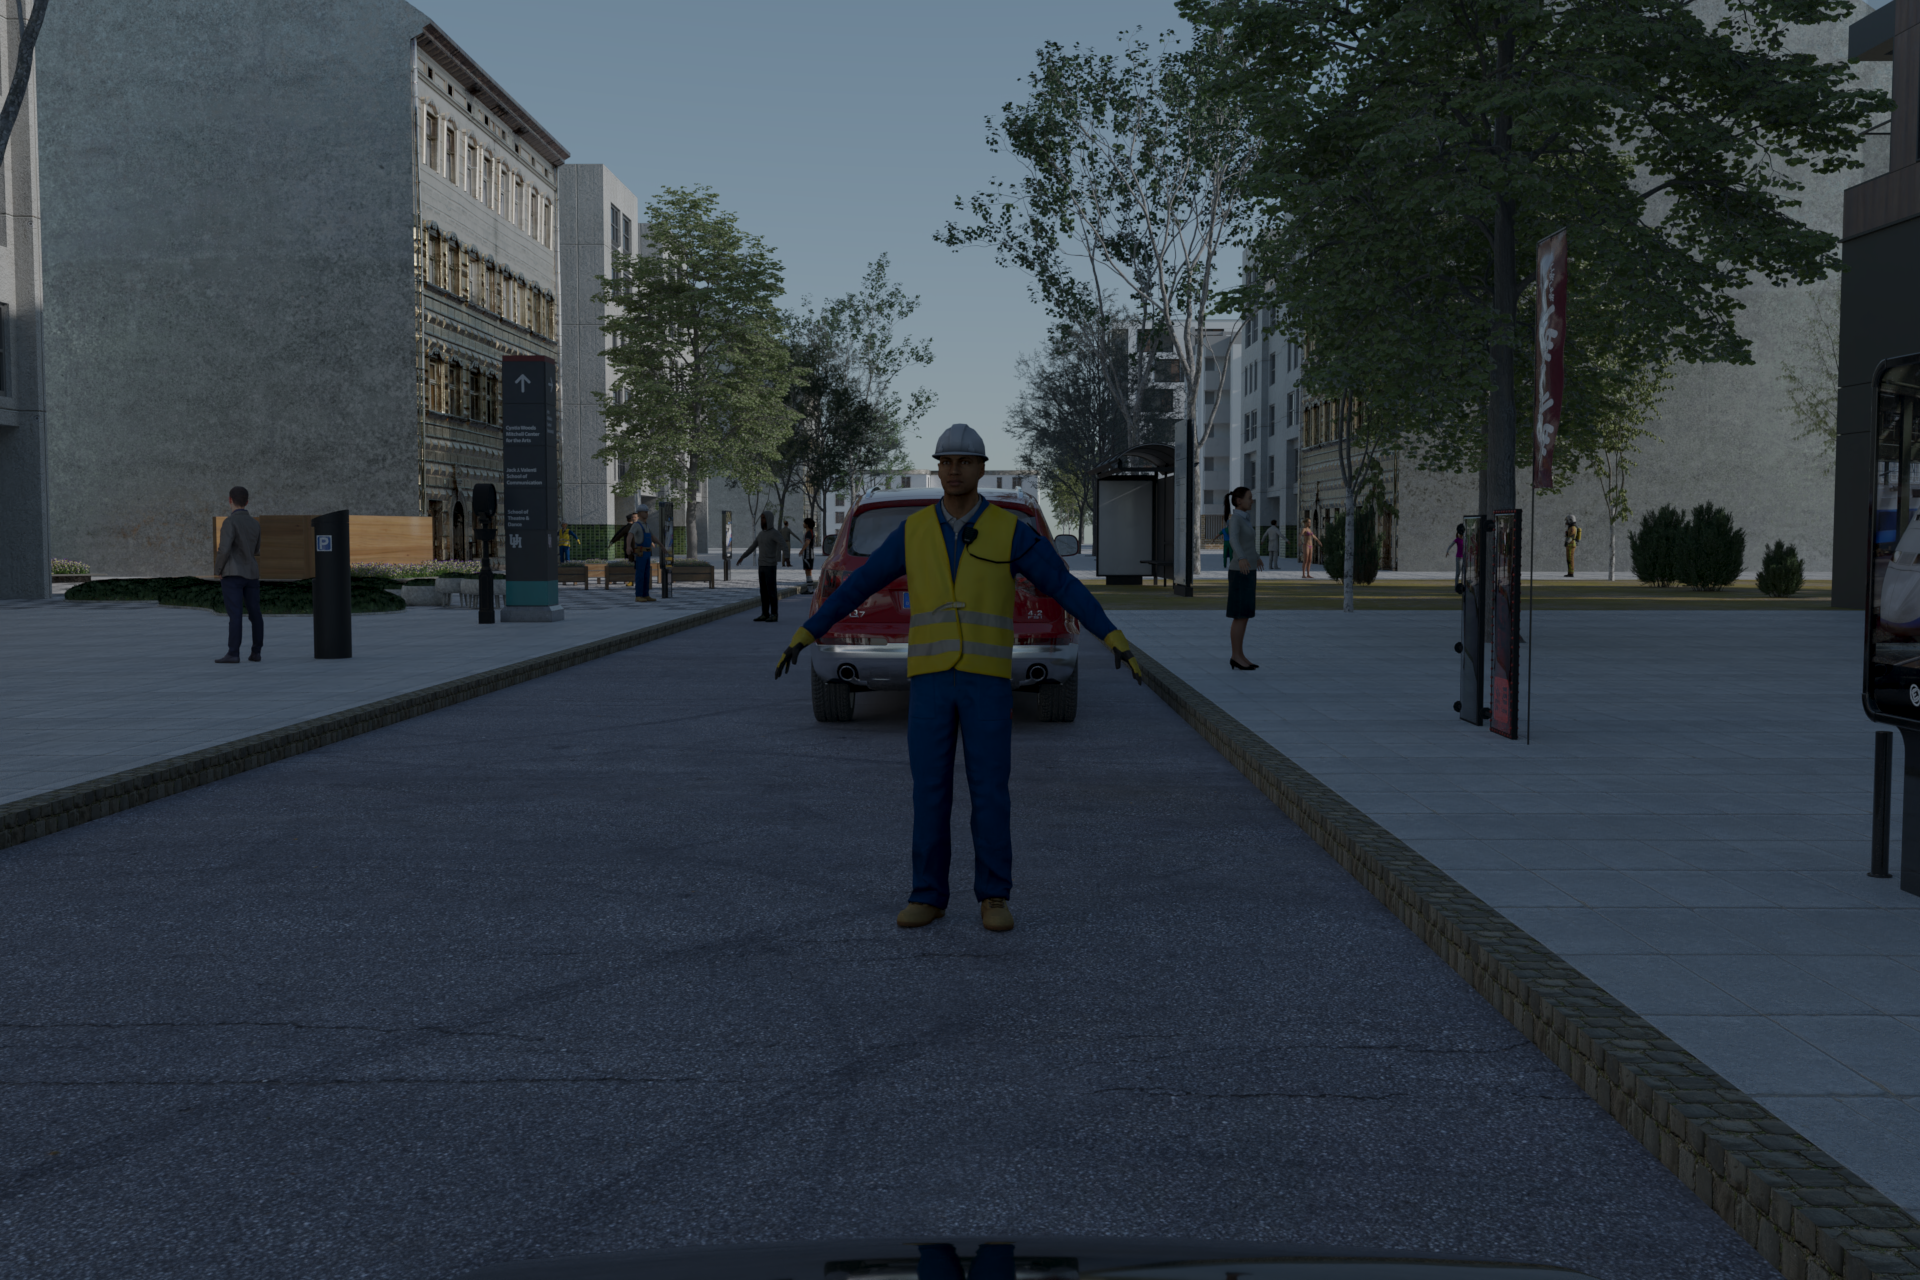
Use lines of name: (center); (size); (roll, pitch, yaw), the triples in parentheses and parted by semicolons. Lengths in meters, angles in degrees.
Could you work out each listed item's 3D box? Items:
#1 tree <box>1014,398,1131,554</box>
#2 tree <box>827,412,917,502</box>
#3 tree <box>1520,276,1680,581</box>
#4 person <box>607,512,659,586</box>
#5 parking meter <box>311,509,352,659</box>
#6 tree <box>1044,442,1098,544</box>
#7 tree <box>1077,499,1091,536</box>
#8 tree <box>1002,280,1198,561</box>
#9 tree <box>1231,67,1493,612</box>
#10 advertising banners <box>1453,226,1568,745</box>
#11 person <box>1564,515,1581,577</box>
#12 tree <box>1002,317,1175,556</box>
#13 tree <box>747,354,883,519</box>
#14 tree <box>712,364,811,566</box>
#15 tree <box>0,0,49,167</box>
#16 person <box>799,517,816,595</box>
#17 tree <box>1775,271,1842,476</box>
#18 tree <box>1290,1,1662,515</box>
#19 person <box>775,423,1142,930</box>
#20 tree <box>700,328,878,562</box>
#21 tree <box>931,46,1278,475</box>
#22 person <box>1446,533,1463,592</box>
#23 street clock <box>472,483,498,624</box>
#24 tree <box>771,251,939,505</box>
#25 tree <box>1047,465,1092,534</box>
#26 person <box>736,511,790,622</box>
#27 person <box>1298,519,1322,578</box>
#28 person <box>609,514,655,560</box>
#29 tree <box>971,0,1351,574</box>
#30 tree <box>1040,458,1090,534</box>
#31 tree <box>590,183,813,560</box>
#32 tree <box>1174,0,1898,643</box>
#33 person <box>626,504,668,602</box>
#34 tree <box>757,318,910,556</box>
tree: (7.623, -10.780, 110.668); (8.767, 10.594, 7.601); (0, 4, 1)
tree: (-7.040, -12.872, 136.207); (9.928, 11.665, 9.643); (0, 3, 0)
tree: (17.726, -5.938, 47.444); (4.737, 8.622, 4.395); (0, 3, 0)
person: (-7.953, -2.218, 42.401); (1.346, 1.812, 0.704); (0, 4, 7)
parking meter: (-6.493, -0.580, 17.896); (0.372, 1.533, 0.369); (0, 3, 0)
tree: (15.611, -19.192, 220.438); (9.857, 13.997, 8.962); (0, 3, 0)
tree: (16.015, -16.940, 227.328); (4.737, 8.622, 4.395); (0, 3, 0)
tree: (7.001, -10.620, 84.005); (12.009, 13.543, 11.850); (0, 3, 0)
tree: (6.608, -4.755, 28.110); (4.737, 8.622, 4.395); (0, 3, 0)
advertising banners: (3.464, -0.904, 10.966); (0.090, 3.025, 2.074); (0, 4, 1)
person: (18.178, -2.807, 51.656); (0.705, 1.858, 1.354); (1, 4, 22)
tree: (7.635, -11.557, 99.323); (12.009, 13.543, 11.850); (0, 3, 0)
tree: (-7.769, -9.437, 88.711); (8.767, 10.594, 7.601); (1, 4, 10)
tree: (-8.335, -7.301, 69.732); (4.360, 8.622, 3.978); (0, 3, 0)
tree: (-8.657, -9.667, 13.948); (12.611, 20.169, 13.585); (0, 3, 0)
person: (-3.620, -1.986, 41.070); (0.704, 1.843, 1.345); (0, 4, 3)
tree: (24.799, -5.932, 47.355); (4.360, 8.622, 3.978); (0, 3, 0)
tree: (10.747, -7.199, 35.823); (7.486, 12.596, 7.792); (0, 3, 0)
person: (-0.003, 0.128, 6.341); (1.349, 1.833, 0.705); (1, 4, 11)
tree: (-8.246, -8.850, 79.116); (8.767, 10.594, 7.601); (-2, 4, -24)
tree: (5.757, -12.998, 68.406); (12.611, 20.169, 13.585); (0, 3, 0)
person: (11.121, -1.775, 38.286); (0.991, 1.433, 0.599); (-2, 4, -24)
street clock: (-6.780, -1.234, 24.754); (0.358, 2.002, 0.471); (0, 4, 1)
tree: (-7.204, -16.026, 117.907); (12.611, 20.169, 13.585); (0, 3, 0)
tree: (7.759, -11.137, 132.456); (4.360, 8.622, 3.978); (0, 3, 0)
person: (-3.160, -1.204, 28.267); (0.705, 1.813, 1.348); (-3, 5, -44)
person: (10.133, -2.654, 50.201); (0.721, 1.733, 1.217); (3, 5, 43)
person: (-8.992, -2.530, 47.304); (1.347, 1.837, 0.705); (1, 4, 11)
tree: (6.728, -12.066, 53.173); (12.611, 20.169, 13.585); (0, 3, 0)
tree: (7.865, -10.781, 126.636); (4.737, 8.622, 4.395); (0, 3, 0)
tree: (-8.466, -8.478, 56.734); (7.486, 12.596, 7.792); (0, 3, 0)
tree: (6.285, -6.215, 19.735); (7.486, 12.596, 7.792); (0, 3, 0)
person: (-5.988, -1.650, 32.832); (0.705, 1.847, 1.347); (1, 4, 22)
tree: (-7.916, -11.579, 99.683); (12.009, 13.543, 11.850); (0, 3, 0)
